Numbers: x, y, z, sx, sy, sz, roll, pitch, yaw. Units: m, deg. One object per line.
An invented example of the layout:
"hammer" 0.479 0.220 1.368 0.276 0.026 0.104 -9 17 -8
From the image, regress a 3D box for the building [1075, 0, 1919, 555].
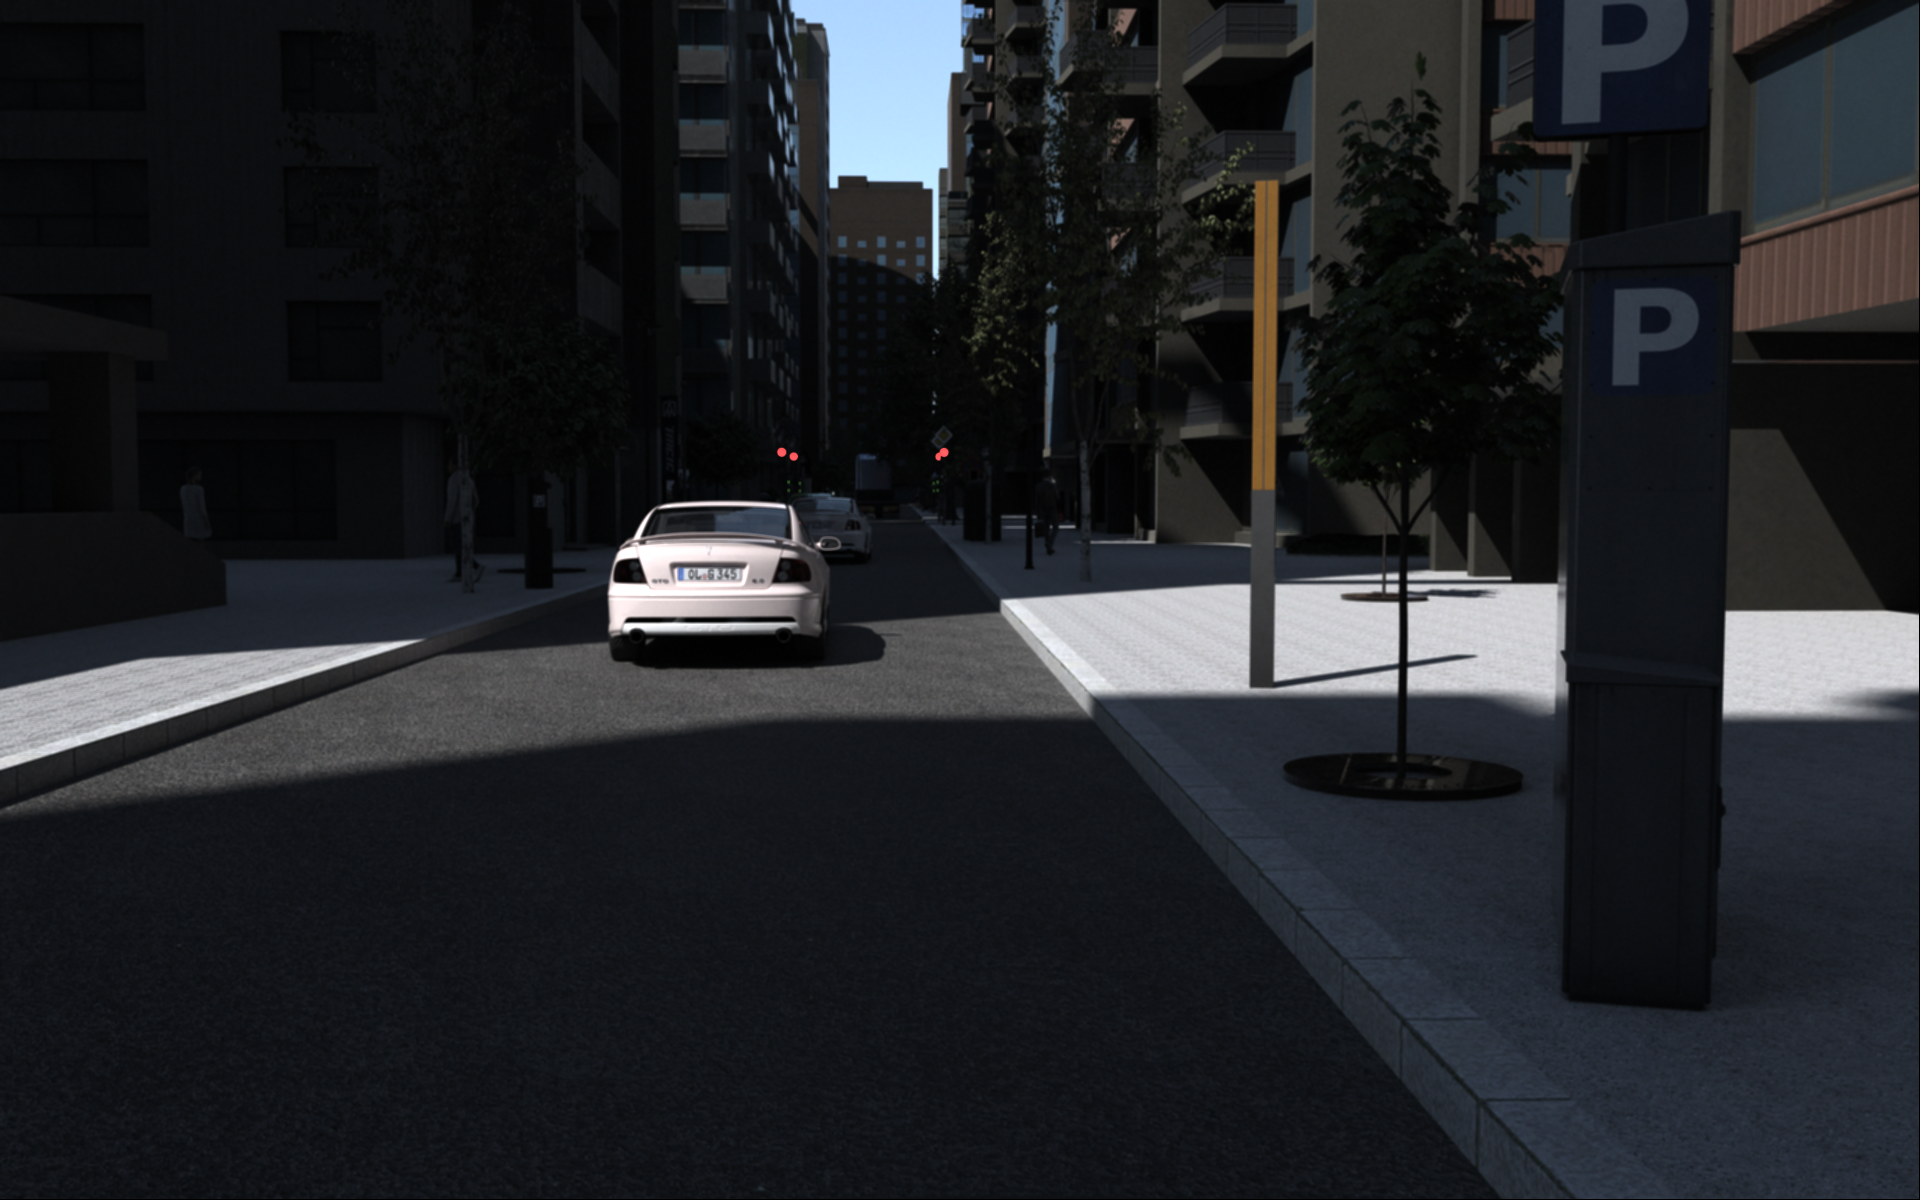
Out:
"building" 14.429 -24.317 52.208 22.147 44.769 28.867 0 4 -2

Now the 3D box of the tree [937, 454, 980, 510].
"tree" 0.769 -9.392 137.267 4.285 4.588 4.351 0 3 0

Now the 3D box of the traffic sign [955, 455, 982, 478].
"traffic sign" 0.293 -3.494 57.128 0.884 2.594 0.081 0 4 3

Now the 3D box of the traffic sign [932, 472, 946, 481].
"traffic sign" -1.107 -5.697 93.252 0.768 2.556 0.104 0 4 0

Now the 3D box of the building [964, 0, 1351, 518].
"building" 11.559 -28.313 117.538 22.147 44.769 28.867 0 4 -2

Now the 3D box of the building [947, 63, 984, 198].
"building" 5.788 -32.499 181.462 14.600 45.320 14.200 0 4 -2

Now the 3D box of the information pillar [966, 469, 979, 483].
"information pillar" 0.368 -2.830 50.757 0.304 2.012 0.304 -1 4 -18

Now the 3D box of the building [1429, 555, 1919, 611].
"building" 17.923 -22.072 15.508 22.147 44.769 28.867 0 4 -2

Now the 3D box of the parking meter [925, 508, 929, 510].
"parking meter" -2.611 -7.963 135.911 0.255 1.863 0.399 -1 4 -21

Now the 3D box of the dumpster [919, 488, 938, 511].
"dumpster" -2.235 -7.490 128.222 1.264 1.857 1.865 0 4 -2

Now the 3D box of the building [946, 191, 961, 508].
"building" 5.643 -24.220 167.696 14.160 30.474 14.107 0 4 -2

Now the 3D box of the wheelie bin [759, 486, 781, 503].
"wheelie bin" -7.254 -3.557 66.069 0.693 1.594 0.980 1 4 10

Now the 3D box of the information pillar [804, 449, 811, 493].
"information pillar" -7.983 -6.081 90.784 0.183 3.616 0.504 -3 5 -43

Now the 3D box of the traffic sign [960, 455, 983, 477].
"traffic sign" 0.385 -3.476 56.945 0.768 2.556 0.104 0 4 4

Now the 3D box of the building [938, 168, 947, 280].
"building" 4.256 -32.799 219.855 14.154 41.232 14.086 0 4 -2

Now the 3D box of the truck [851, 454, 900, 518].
"truck" -5.406 -7.401 110.768 2.967 4.110 18.799 0 4 -4

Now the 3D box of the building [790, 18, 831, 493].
"building" -30.260 -41.086 213.753 28.212 58.520 21.231 0 4 -2

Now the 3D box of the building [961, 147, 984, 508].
"building" 7.614 -22.972 147.288 14.160 30.474 14.107 0 4 -2

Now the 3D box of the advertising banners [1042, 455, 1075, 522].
"advertising banners" 4.597 -5.059 78.896 2.074 3.025 0.090 -2 4 -30

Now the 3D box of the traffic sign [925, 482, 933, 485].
"traffic sign" -2.368 -8.454 137.956 0.795 2.593 0.064 0 4 6

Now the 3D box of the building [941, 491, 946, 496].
"building" 13.880 -31.137 200.972 32.217 40.220 23.993 0 4 -2

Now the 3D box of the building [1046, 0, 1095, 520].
"building" 12.003 -26.866 89.367 14.200 45.320 14.600 0 4 -2

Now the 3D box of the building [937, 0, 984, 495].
"building" 11.735 -57.352 250.376 31.000 86.520 22.319 0 4 -2

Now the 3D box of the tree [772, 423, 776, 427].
"tree" -14.100 -10.085 115.257 4.737 8.622 4.395 0 3 0

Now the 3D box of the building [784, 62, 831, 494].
"building" -21.647 -32.657 184.047 14.600 45.320 14.200 0 4 -2

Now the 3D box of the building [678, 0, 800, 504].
"building" -24.096 -31.404 133.070 23.786 49.044 30.456 0 4 -2

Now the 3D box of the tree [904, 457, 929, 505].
"tree" -4.802 -15.421 202.490 4.360 8.622 3.978 0 3 0

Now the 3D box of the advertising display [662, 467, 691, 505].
"advertising display" -6.788 -2.218 41.485 0.123 1.923 0.974 2 4 28

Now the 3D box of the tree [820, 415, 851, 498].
"tree" -10.962 -12.890 161.119 4.737 8.622 4.395 0 3 0

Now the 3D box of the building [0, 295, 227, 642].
"building" -24.344 -19.539 11.338 32.217 40.220 23.993 0 4 -2

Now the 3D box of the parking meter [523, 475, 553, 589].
"parking meter" -5.741 -0.928 23.580 0.372 1.533 0.369 0 3 0

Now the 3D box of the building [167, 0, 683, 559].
"building" -14.306 -16.349 39.001 14.160 30.474 14.107 0 4 -2

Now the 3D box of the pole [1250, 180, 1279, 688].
"pole" 2.008 -1.075 11.422 0.158 3.312 0.155 0 3 0

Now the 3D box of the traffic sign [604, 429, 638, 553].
"traffic sign" -6.497 -2.006 32.903 0.768 2.556 0.104 0 4 -1

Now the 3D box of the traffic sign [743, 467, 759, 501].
"traffic sign" -7.740 -3.866 63.316 0.768 2.556 0.104 0 4 6

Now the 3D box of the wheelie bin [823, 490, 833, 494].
"wheelie bin" -9.608 -7.210 125.799 0.693 1.594 0.980 3 4 39

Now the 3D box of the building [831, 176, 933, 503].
"building" -11.088 -36.481 246.567 14.200 45.320 14.600 0 4 -2

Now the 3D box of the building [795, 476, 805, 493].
"building" -30.613 -28.918 164.686 32.217 40.220 23.993 0 4 -2

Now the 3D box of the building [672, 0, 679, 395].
"building" -17.580 -24.983 58.589 14.200 45.320 14.600 0 4 -2

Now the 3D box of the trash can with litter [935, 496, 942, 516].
"trash can with litter" -0.947 -5.444 100.390 0.624 1.170 1.055 2 4 33
